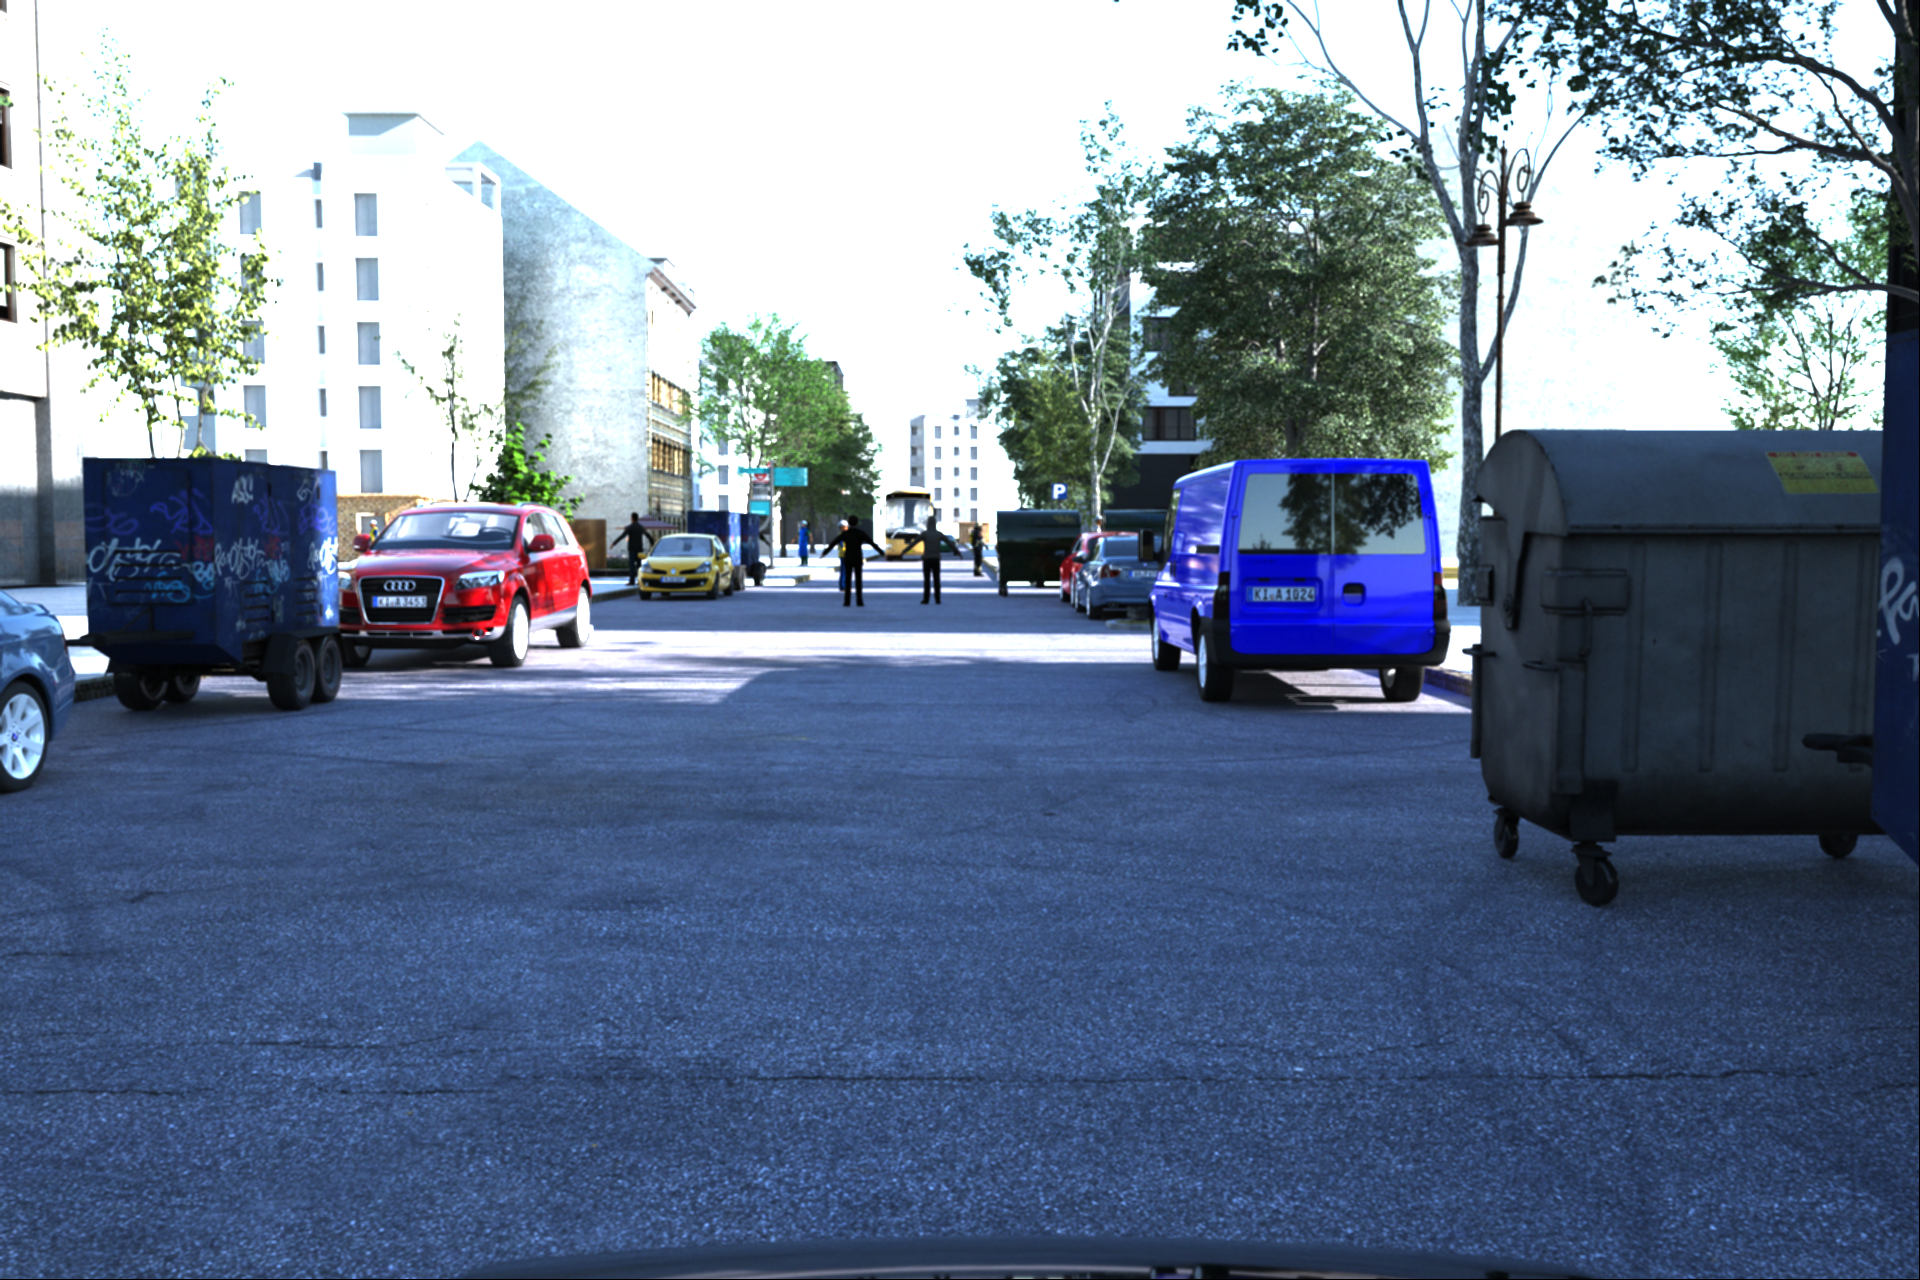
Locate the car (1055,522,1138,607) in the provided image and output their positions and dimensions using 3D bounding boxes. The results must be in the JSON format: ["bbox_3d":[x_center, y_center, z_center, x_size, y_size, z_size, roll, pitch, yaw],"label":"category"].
[{"bbox_3d":[3.040,-1.606,35.301,2.155,1.783,4.494,0,4,-1],"label":"car"}]

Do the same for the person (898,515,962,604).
[{"bbox_3d":[-0.587,-1.648,35.533,1.348,1.813,0.705,-1,4,-13],"label":"person"}]

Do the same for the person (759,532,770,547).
[{"bbox_3d":[-6.329,-2.804,51.614,1.354,1.858,0.705,-1,4,-14],"label":"person"}]

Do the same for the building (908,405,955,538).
[{"bbox_3d":[-6.969,-23.570,244.247,11.380,20.090,16.016,0,4,-2],"label":"building"}]

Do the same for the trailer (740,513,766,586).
[{"bbox_3d":[-6.208,-2.477,47.544,1.471,1.999,3.904,0,3,0],"label":"trailer"}]

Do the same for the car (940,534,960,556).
[{"bbox_3d":[-1.072,-6.371,115.962,2.131,1.459,4.920,0,3,0],"label":"car"}]

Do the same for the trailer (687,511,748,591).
[{"bbox_3d":[-6.198,-2.209,43.168,1.471,1.999,3.904,0,3,0],"label":"trailer"}]

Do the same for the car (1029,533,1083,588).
[{"bbox_3d":[2.854,-2.370,47.553,1.959,1.807,4.718,0,4,-1],"label":"car"}]

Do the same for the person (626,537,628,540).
[{"bbox_3d":[-16.643,-4.913,87.130,0.721,1.733,1.217,0,4,0],"label":"person"}]

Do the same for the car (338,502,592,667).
[{"bbox_3d":[-5.739,-0.712,20.322,2.281,1.827,5.304,0,3,0],"label":"car"}]

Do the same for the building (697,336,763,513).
[{"bbox_3d":[-25.390,-18.951,166.275,16.016,20.090,11.380,0,4,0],"label":"building"}]

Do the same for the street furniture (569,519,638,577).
[{"bbox_3d":[-12.583,-2.932,54.796,9.812,1.723,11.010,-1,4,-17],"label":"street furniture"}]

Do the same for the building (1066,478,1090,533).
[{"bbox_3d":[23.343,-23.826,220.480,19.493,23.208,18.063,0,3,0],"label":"building"}]

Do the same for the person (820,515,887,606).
[{"bbox_3d":[-2.116,-1.575,34.388,1.347,1.806,0.705,0,4,-2],"label":"person"}]

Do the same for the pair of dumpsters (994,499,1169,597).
[{"bbox_3d":[3.008,-2.147,40.051,4.436,2.255,1.574,0,4,-1],"label":"pair of dumpsters"}]

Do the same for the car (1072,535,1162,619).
[{"bbox_3d":[3.002,-1.122,30.341,2.014,1.417,4.499,0,4,0],"label":"car"}]

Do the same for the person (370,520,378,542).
[{"bbox_3d":[-23.731,-3.917,70.004,0.705,1.833,1.349,-2,4,-31],"label":"person"}]

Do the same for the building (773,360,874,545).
[{"bbox_3d":[-25.282,-22.977,219.649,27.936,21.610,32.646,0,4,-1],"label":"building"}]

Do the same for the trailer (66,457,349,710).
[{"bbox_3d":[-6.046,-0.404,13.654,1.471,1.999,3.904,0,4,-1],"label":"trailer"}]

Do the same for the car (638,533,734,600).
[{"bbox_3d":[-6.140,-1.760,38.999,2.015,1.641,3.980,0,3,0],"label":"car"}]

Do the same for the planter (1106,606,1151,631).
[{"bbox_3d":[3.262,-0.334,26.593,1.991,0.319,1.994,0,4,0],"label":"planter"}]

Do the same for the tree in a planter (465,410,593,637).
[{"bbox_3d":[-6.418,-1.700,25.023,1.991,3.239,1.994,0,4,0],"label":"tree in a planter"}]

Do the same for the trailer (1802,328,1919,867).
[{"bbox_3d":[3.147,0.168,4.299,1.471,1.999,3.904,0,4,-1],"label":"trailer"}]

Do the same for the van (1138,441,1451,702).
[{"bbox_3d":[2.985,-0.739,16.462,2.240,2.365,5.245,0,4,-1],"label":"van"}]

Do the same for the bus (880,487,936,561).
[{"bbox_3d":[-2.691,-6.296,94.491,2.896,3.916,12.252,0,4,0],"label":"bus"}]

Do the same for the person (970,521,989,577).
[{"bbox_3d":[0.636,-3.075,58.511,0.705,1.856,1.354,-1,4,-19],"label":"person"}]

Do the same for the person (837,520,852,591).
[{"bbox_3d":[-2.833,-2.109,43.399,0.721,1.772,1.216,0,4,4],"label":"person"}]

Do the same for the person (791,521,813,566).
[{"bbox_3d":[-6.302,-3.882,69.595,0.704,1.817,1.347,-3,5,-42],"label":"person"}]

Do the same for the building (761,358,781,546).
[{"bbox_3d":[-25.202,-19.966,182.867,16.016,20.090,11.380,0,4,-1],"label":"building"}]

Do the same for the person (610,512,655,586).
[{"bbox_3d":[-8.126,-2.274,43.244,0.705,1.821,1.348,3,5,44],"label":"person"}]

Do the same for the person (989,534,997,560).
[{"bbox_3d":[2.009,-4.827,85.110,1.347,1.806,0.705,-2,4,-35],"label":"person"}]

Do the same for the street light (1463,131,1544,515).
[{"bbox_3d":[6.364,-2.915,20.452,0.468,5.910,1.993,0,4,-1],"label":"street light"}]

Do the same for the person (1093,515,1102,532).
[{"bbox_3d":[4.227,-2.859,52.606,0.705,1.847,1.347,0,4,7],"label":"person"}]

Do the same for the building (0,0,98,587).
[{"bbox_3d":[-27.921,-13.220,33.402,12.078,24.872,19.932,0,4,1],"label":"building"}]

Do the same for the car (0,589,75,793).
[{"bbox_3d":[-6.080,0.222,8.372,2.014,1.417,4.499,0,3,0],"label":"car"}]
